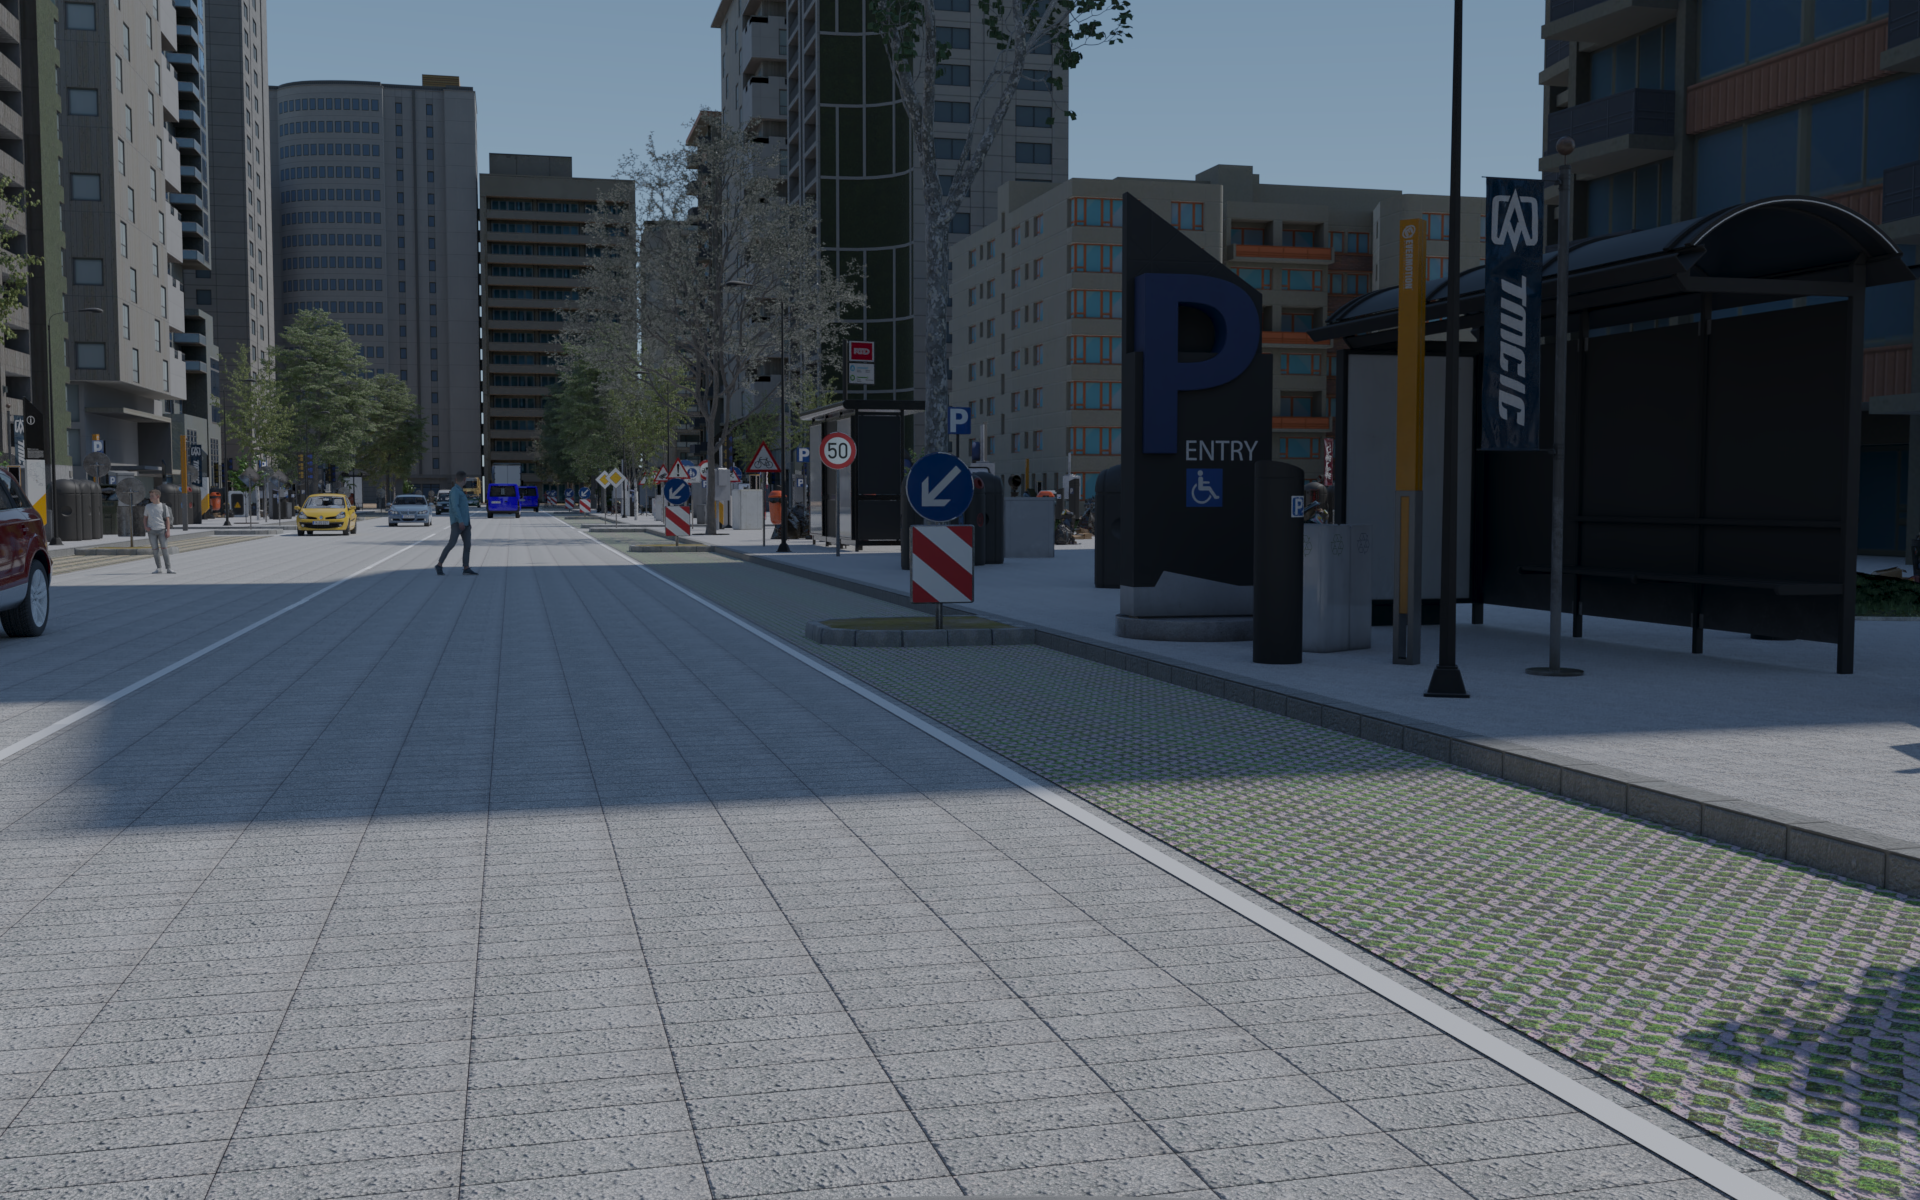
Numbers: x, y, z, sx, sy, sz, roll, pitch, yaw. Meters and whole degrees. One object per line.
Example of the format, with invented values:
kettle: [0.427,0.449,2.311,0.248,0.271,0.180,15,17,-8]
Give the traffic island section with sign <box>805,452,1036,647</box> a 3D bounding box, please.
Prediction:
traffic island section with sign: [-0.475,-0.516,17.066,1.989,1.847,2.006,-1,4,-14]

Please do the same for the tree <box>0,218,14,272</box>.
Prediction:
tree: [-18.965,-5.625,26.374,8.767,10.594,7.601,-1,4,-18]

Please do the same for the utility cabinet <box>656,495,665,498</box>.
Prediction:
utility cabinet: [-17.730,-5.670,103.862,1.020,1.237,0.306,-1,4,-15]

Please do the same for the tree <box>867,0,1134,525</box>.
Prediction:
tree: [0.920,-10.406,26.019,12.611,20.169,13.585,0,3,0]

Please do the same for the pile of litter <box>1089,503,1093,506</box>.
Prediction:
pile of litter: [6.046,-4.073,80.566,1.719,0.858,1.176,0,4,-6]

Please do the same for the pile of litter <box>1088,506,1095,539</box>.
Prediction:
pile of litter: [3.334,-2.176,49.544,1.176,0.858,1.719,2,4,33]

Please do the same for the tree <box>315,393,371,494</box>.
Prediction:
tree: [-43.642,-10.394,120.303,4.737,8.622,4.395,0,3,0]

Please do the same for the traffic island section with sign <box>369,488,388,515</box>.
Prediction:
traffic island section with sign: [-40.217,-6.841,120.474,1.989,1.847,2.006,-1,4,-14]

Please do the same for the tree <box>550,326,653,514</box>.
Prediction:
tree: [-23.206,-11.968,113.807,7.486,12.596,7.792,0,3,0]

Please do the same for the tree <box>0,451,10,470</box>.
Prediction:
tree: [-45.483,-5.387,82.671,1.663,3.219,1.824,0,3,0]

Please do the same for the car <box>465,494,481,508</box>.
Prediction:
car: [-50.999,-10.329,180.670,2.131,1.459,4.920,-1,4,-13]

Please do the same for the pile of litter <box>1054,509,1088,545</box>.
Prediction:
pile of litter: [2.193,-1.839,44.040,1.719,0.858,1.176,2,4,23]

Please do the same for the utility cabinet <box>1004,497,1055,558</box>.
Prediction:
utility cabinet: [1.387,-1.459,35.019,1.020,1.237,0.306,0,4,-4]

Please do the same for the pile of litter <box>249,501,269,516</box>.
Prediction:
pile of litter: [-41.362,-5.390,102.087,1.176,0.858,1.719,0,4,-4]

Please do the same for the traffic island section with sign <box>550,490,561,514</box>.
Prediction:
traffic island section with sign: [-28.161,-7.073,124.278,1.989,1.847,2.006,-1,4,-14]

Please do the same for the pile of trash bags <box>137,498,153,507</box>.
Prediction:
pile of trash bags: [-48.797,-5.750,103.766,3.447,1.369,1.912,0,4,-5]

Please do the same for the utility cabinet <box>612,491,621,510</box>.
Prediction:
utility cabinet: [-23.592,-6.836,120.449,1.173,1.500,0.318,-3,4,-36]

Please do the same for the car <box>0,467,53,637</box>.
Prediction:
car: [-9.887,-0.431,15.723,2.281,1.827,5.304,-1,4,-13]

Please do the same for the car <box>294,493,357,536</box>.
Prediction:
car: [-22.175,-3.085,60.671,2.015,1.641,3.980,-1,4,-14]

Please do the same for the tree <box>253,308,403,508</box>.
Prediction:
tree: [-39.049,-11.485,105.909,7.486,12.596,7.792,0,3,0]

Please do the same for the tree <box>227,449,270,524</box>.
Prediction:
tree: [-30.950,-4.906,74.814,1.663,3.219,1.824,0,3,0]

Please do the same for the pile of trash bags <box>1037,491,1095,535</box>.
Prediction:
pile of trash bags: [4.088,-2.724,54.287,3.447,1.369,1.912,0,4,0]

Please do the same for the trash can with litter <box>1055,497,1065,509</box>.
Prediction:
trash can with litter: [5.558,-4.957,92.430,1.055,1.170,0.624,-1,4,-11]

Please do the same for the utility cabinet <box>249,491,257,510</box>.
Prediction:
utility cabinet: [-47.722,-6.591,116.439,1.173,1.500,0.318,1,4,21]

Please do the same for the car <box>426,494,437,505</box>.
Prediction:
car: [-62.297,-11.941,205.025,2.009,1.686,4.222,-1,4,-14]

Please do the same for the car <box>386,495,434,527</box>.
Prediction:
car: [-24.574,-4.004,77.465,2.014,1.417,4.499,-1,4,-15]

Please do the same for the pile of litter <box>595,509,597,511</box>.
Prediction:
pile of litter: [-27.355,-7.258,132.626,1.176,0.858,1.719,2,4,33]

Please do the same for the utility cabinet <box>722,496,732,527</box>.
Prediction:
utility cabinet: [-9.772,-3.908,75.065,1.020,1.237,0.306,0,4,-7]

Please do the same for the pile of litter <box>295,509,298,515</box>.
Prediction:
pile of litter: [-42.027,-5.725,107.563,1.719,0.858,1.176,1,4,20]

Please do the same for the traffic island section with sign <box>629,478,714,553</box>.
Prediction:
traffic island section with sign: [-7.226,-2.112,43.165,1.989,1.847,2.006,-1,4,-14]

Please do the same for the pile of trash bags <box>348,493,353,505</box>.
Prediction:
pile of trash bags: [-46.477,-7.274,128.684,1.912,1.369,3.447,2,4,32]

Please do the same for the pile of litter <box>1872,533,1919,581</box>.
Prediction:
pile of litter: [12.589,-0.548,22.933,1.719,0.858,1.176,0,4,-5]

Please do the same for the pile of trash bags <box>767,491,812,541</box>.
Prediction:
pile of trash bags: [-4.530,-2.405,49.067,1.912,1.369,3.447,1,4,19]

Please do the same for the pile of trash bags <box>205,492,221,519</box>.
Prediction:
pile of trash bags: [-39.300,-4.865,89.294,1.912,1.369,3.447,1,4,12]

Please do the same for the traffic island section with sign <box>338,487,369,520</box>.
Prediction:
traffic island section with sign: [-33.410,-5.228,94.112,1.989,1.847,2.006,-1,4,-14]

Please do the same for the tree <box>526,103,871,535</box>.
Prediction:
tree: [-7.716,-8.785,54.004,12.009,13.543,11.850,0,3,0]

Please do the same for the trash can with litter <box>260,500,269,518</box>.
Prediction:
trash can with litter: [-37.949,-5.116,95.026,1.055,1.170,0.624,-2,4,-34]

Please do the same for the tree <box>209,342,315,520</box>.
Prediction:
tree: [-34.113,-8.171,83.956,4.737,8.622,4.395,0,3,0]

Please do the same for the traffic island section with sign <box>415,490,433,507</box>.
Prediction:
traffic island section with sign: [-52.808,-9.822,169.218,1.989,1.847,2.006,-1,4,-14]

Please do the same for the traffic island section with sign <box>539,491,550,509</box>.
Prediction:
traffic island section with sign: [-40.419,-9.975,171.711,1.989,1.847,2.006,-1,4,-14]

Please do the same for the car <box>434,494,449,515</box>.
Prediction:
car: [-35.474,-6.756,120.247,2.009,1.686,4.222,-1,4,-14]

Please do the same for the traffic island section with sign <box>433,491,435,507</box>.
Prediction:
traffic island section with sign: [-59.615,-11.436,195.606,1.989,1.847,2.006,-1,4,-14]

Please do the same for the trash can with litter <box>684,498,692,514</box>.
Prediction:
trash can with litter: [-18.527,-6.518,117.627,1.678,1.210,2.233,-2,4,-30]

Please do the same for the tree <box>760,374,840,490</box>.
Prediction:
tree: [-8.542,-9.312,102.607,4.737,8.622,4.395,0,3,0]

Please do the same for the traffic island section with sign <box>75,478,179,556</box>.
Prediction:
traffic island section with sign: [-19.715,-1.986,41.107,1.989,1.847,2.006,-1,4,-14]

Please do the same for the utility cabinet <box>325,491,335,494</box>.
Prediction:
utility cabinet: [-51.107,-8.036,140.067,1.173,1.500,0.318,-3,5,-43]

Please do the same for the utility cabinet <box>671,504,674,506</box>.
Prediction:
utility cabinet: [-15.081,-5.049,91.226,0.318,1.500,1.173,0,4,-5]

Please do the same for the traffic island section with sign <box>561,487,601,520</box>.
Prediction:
traffic island section with sign: [-21.287,-5.445,97.647,1.989,1.847,2.006,-1,4,-14]

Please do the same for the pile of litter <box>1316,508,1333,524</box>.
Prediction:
pile of litter: [10.854,-2.349,52.374,1.719,0.858,1.176,1,4,17]

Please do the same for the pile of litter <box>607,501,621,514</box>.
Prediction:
pile of litter: [-22.179,-6.035,112.634,1.719,0.858,1.176,1,4,21]

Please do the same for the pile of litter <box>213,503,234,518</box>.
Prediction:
pile of litter: [-39.829,-4.856,93.357,1.176,0.858,1.719,1,4,18]

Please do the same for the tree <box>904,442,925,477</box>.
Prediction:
tree: [-1.208,-4.186,63.040,1.663,3.219,1.824,0,3,0]

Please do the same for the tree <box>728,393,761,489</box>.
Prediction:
tree: [-14.163,-10.455,121.304,4.737,8.622,4.395,0,3,0]

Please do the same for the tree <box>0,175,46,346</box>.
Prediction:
tree: [-20.976,-5.210,35.541,4.737,8.622,4.395,0,3,0]
